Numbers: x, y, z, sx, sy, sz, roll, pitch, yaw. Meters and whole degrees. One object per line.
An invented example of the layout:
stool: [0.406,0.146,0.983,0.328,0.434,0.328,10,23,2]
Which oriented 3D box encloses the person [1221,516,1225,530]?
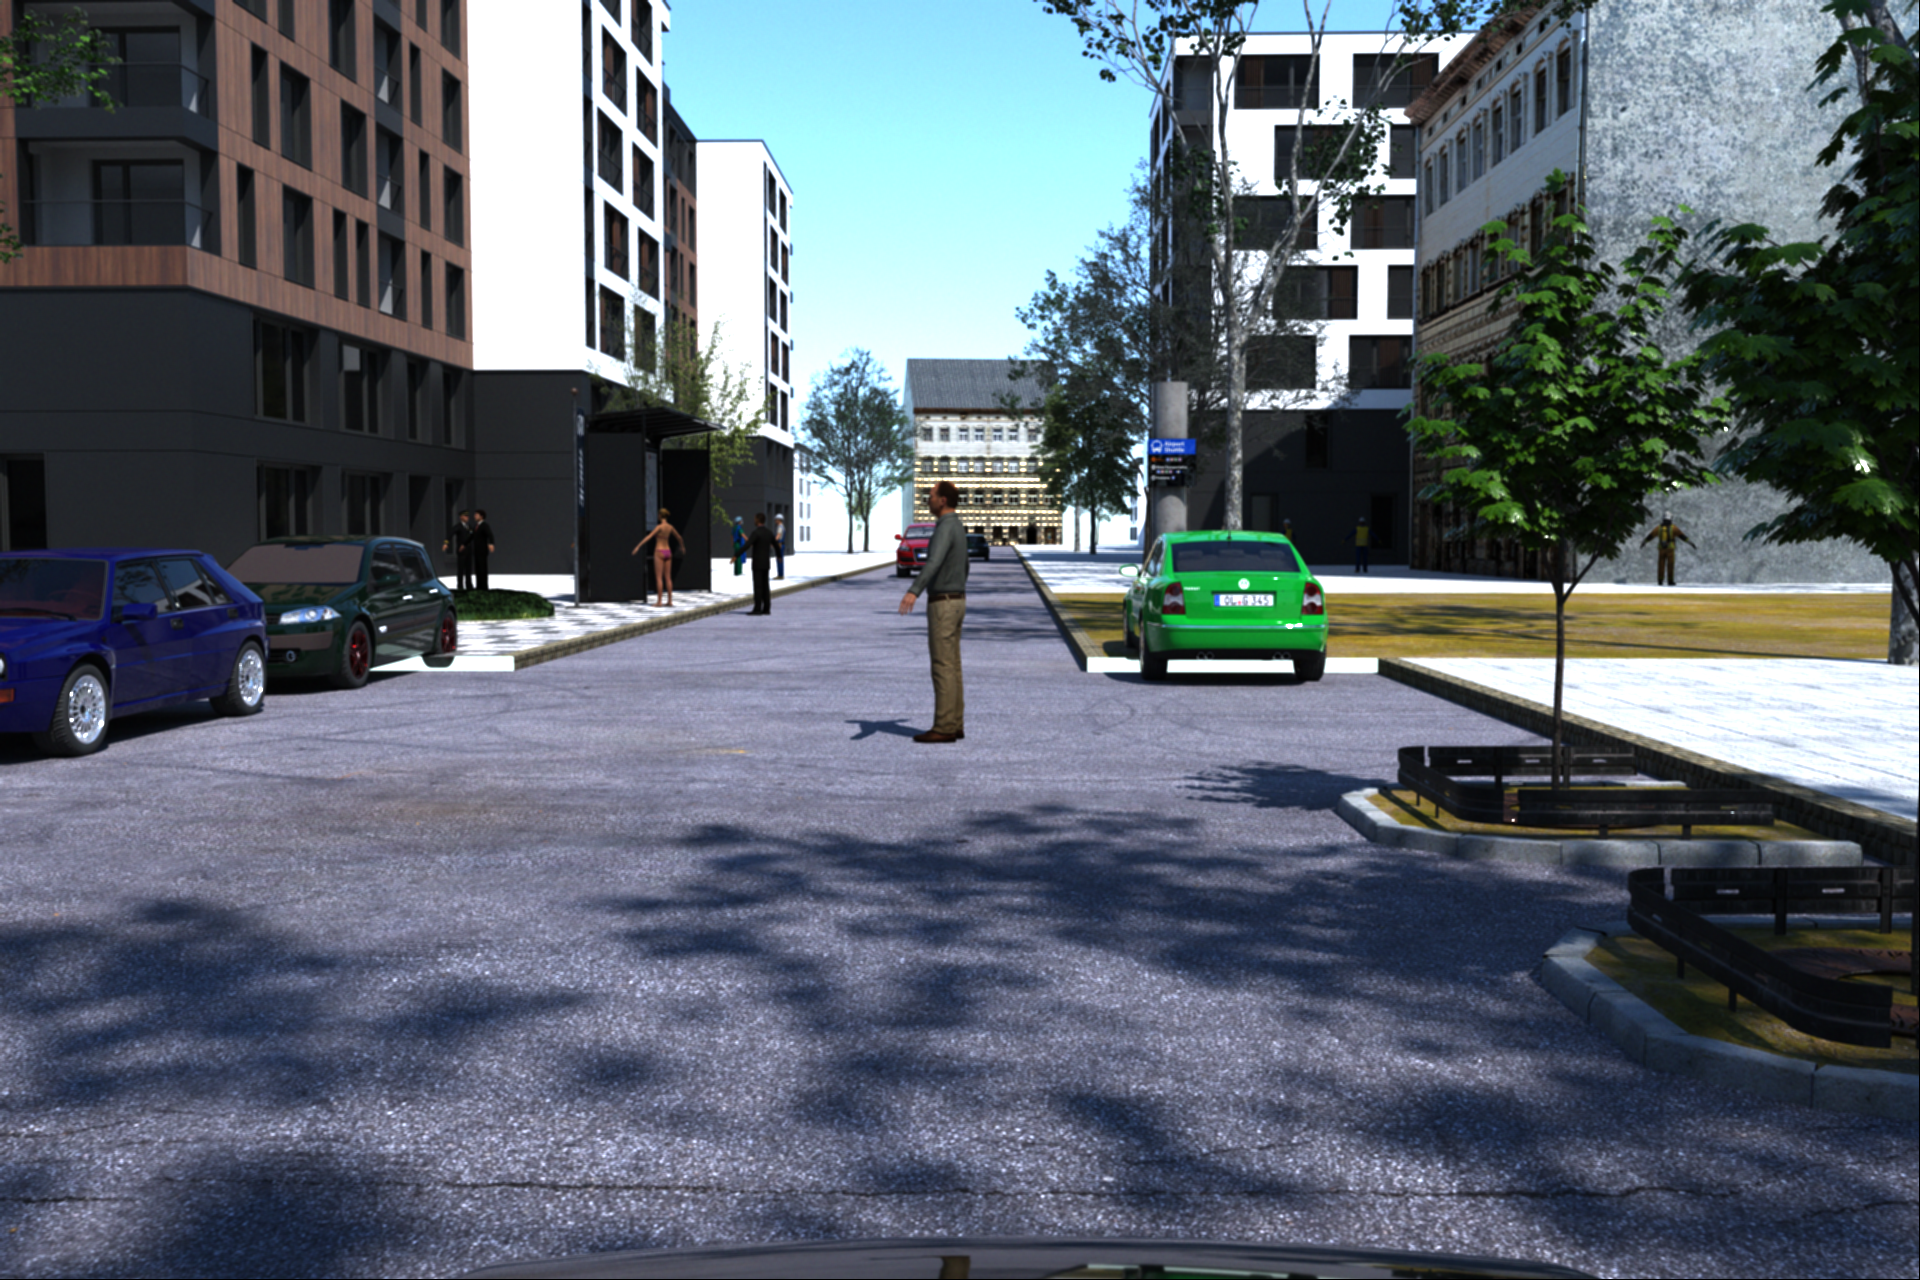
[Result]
person: [7.744,-2.693,50.164,0.705,1.813,1.348,1,4,21]

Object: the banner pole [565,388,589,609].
banner pole: [-6.600,-2.446,30.012,0.401,3.779,0.863,0,4,3]

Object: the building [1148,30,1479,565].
building: [23.255,-14.855,86.859,27.936,21.610,32.646,0,4,2]

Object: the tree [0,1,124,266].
tree: [-12.323,-5.609,17.467,9.928,11.665,9.643,0,3,0]

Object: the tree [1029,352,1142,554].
tree: [8.002,-11.649,108.594,7.486,12.596,7.792,0,3,0]

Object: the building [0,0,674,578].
building: [-25.798,-12.730,52.111,27.936,21.610,32.646,0,4,2]

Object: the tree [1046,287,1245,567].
tree: [7.058,-8.073,66.413,8.767,10.594,7.601,1,4,21]

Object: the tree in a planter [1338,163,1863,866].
tree in a planter: [2.925,-0.683,8.396,1.991,3.239,1.994,0,4,1]

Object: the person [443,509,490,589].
person: [-11.222,-2.041,39.305,0.705,1.837,1.347,3,4,36]

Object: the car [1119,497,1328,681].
car: [2.708,-0.584,18.339,1.959,1.807,4.718,0,4,2]

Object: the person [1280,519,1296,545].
person: [10.657,-3.084,56.881,1.216,1.772,0.721,-3,5,-42]

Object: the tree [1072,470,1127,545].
tree: [17.151,-17.005,212.441,7.601,10.594,8.767,1,4,11]

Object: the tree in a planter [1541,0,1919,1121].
tree in a planter: [2.842,-0.478,5.032,1.991,3.239,1.994,0,4,1]

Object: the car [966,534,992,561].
car: [0.709,-5.087,92.955,2.009,1.686,4.222,0,4,0]

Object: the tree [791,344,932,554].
tree: [-6.933,-12.293,111.361,12.009,13.543,11.850,0,3,0]

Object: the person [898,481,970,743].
person: [-0.128,-0.201,12.009,0.705,1.796,1.348,1,4,15]

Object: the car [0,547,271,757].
car: [-6.460,0.012,12.377,1.945,1.354,3.894,0,4,1]

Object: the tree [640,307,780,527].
tree: [-8.354,-6.523,57.007,4.737,8.622,4.395,0,3,0]

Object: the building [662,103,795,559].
building: [-24.173,-14.934,88.147,27.936,21.610,32.646,0,4,1]

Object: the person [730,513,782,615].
person: [-3.549,-1.344,30.661,0.704,1.802,1.346,2,4,34]

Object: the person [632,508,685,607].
person: [-5.306,-1.458,30.641,0.721,1.733,1.217,3,4,37]

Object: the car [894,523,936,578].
car: [-1.030,-3.034,58.280,2.281,1.827,5.304,0,4,1]

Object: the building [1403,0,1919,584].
building: [25.346,-13.577,52.910,19.493,23.208,18.063,0,4,1]

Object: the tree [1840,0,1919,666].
tree: [9.575,-9.910,17.922,12.611,20.169,13.585,0,3,0]

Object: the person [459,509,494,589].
person: [-10.305,-1.893,37.144,0.705,1.806,1.347,-3,5,-44]

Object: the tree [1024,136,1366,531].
tree: [7.116,-8.817,54.531,12.009,13.543,11.850,0,3,0]

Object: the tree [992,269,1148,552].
tree: [8.329,-16.329,122.871,12.611,20.169,13.585,0,3,0]

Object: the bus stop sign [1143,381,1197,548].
bus stop sign: [3.650,-2.520,30.213,0.837,3.901,0.837,0,4,1]

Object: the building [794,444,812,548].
building: [-19.228,-14.115,172.935,9.099,9.664,28.070,0,4,1]

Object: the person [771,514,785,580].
person: [-5.124,-2.634,48.929,0.705,1.847,1.347,0,4,3]

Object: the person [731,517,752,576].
person: [-6.764,-2.879,53.192,0.704,1.817,1.347,-2,4,-32]

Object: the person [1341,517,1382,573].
person: [13.377,-3.162,57.666,1.349,1.833,0.705,0,4,6]

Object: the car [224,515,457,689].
car: [-6.372,-0.457,17.253,2.009,1.686,4.222,0,4,2]

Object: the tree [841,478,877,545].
tree: [-12.355,-15.993,211.851,4.737,8.622,4.395,0,3,0]

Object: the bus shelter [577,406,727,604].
bus shelter: [-6.140,-2.676,35.039,1.731,3.624,6.357,0,4,3]

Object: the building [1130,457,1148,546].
building: [23.850,-15.087,188.814,9.099,9.664,28.070,0,4,2]

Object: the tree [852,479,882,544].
tree: [-11.228,-16.279,216.519,4.360,8.622,3.978,0,3,0]

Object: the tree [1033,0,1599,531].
tree: [7.211,-11.099,37.357,12.611,20.169,13.585,0,3,0]

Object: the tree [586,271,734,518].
tree: [-8.572,-6.027,48.898,4.360,8.622,3.978,0,3,0]

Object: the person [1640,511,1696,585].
person: [17.771,-2.310,43.530,1.354,1.858,0.705,3,4,39]

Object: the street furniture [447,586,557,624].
street furniture: [-10.847,-0.527,24.240,10.072,0.657,5.734,-1,4,-11]

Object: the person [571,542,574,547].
person: [-10.561,-2.610,48.902,0.704,1.802,1.346,1,4,15]

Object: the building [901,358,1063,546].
building: [2.401,-23.393,215.868,18.063,23.208,19.493,0,4,-6]

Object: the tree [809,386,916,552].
tree: [-6.763,-12.021,122.293,9.928,11.665,9.643,0,3,0]
